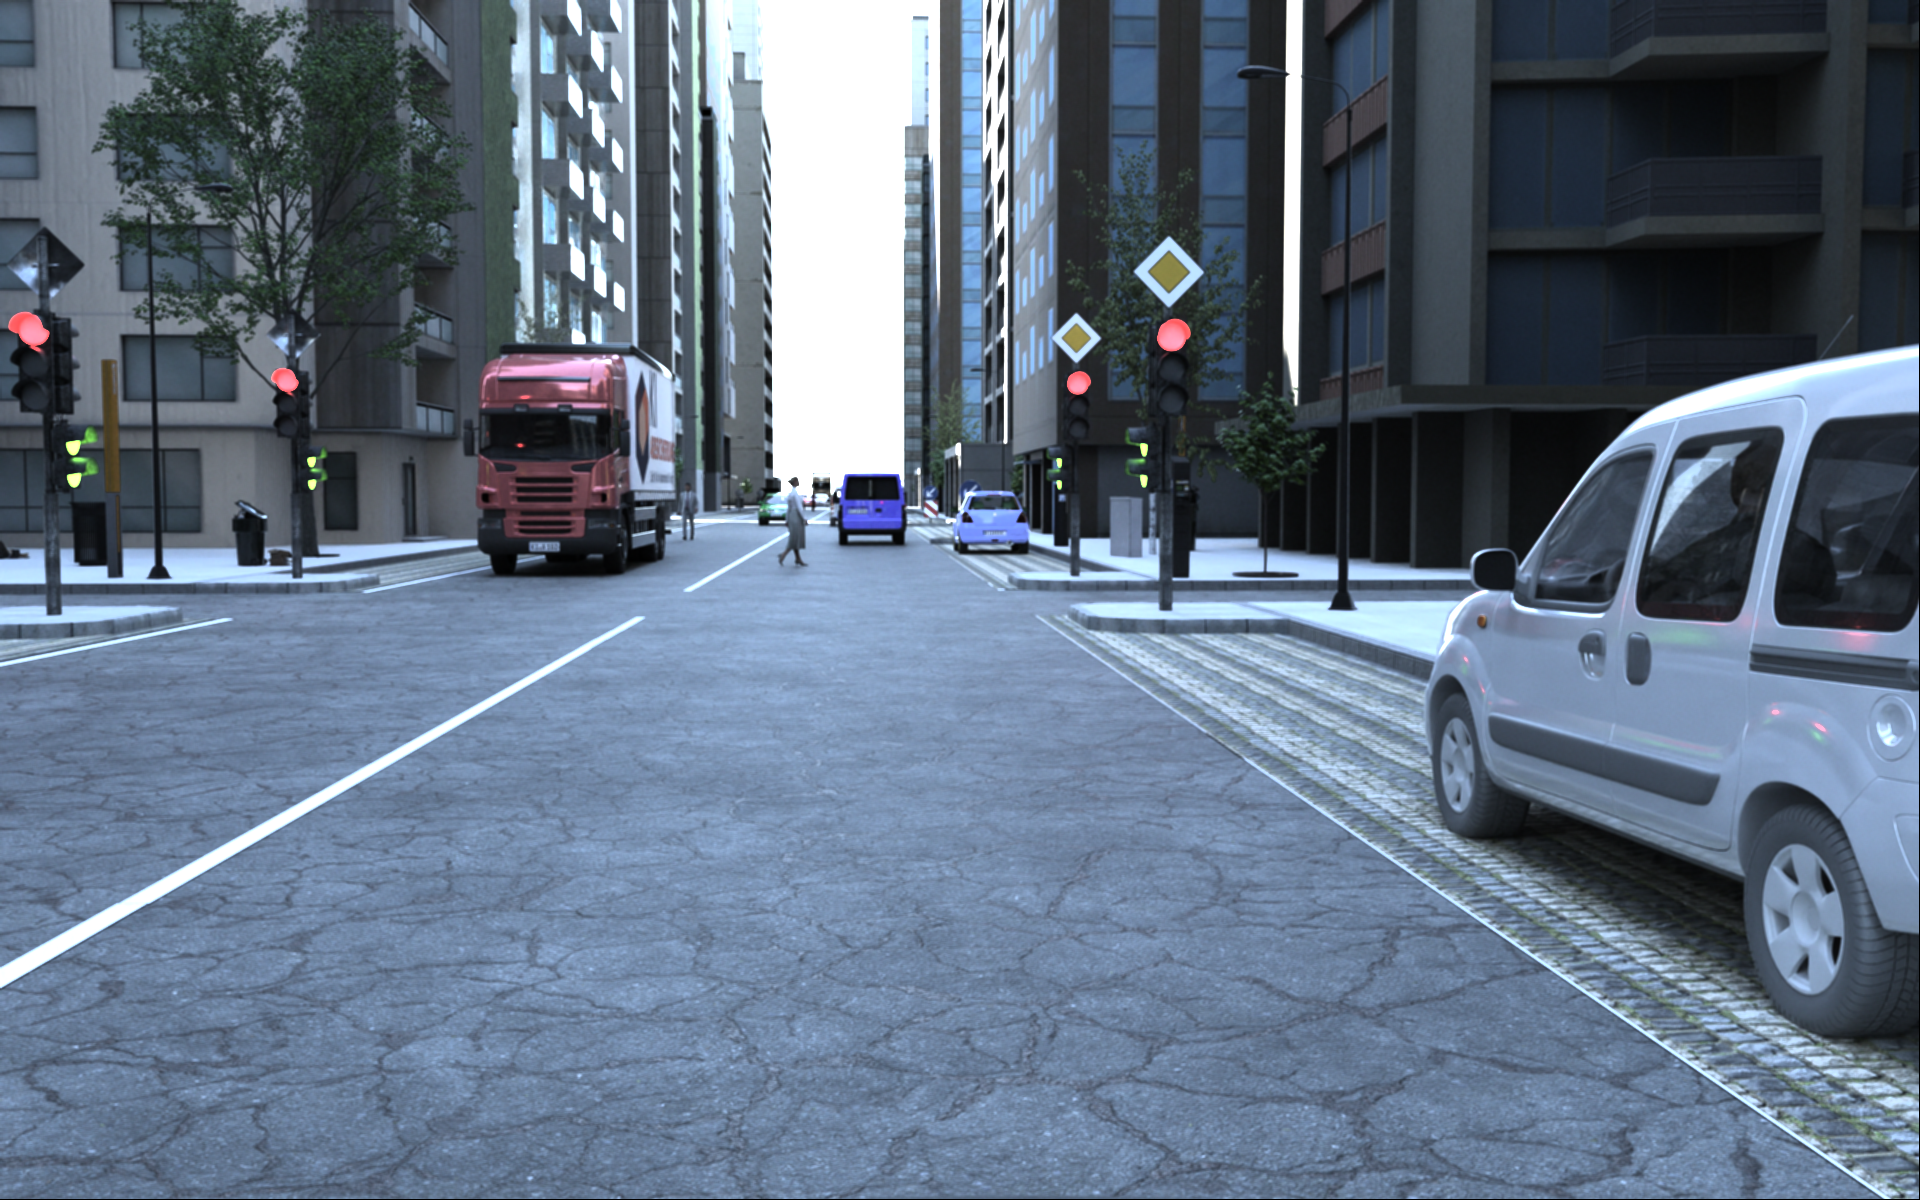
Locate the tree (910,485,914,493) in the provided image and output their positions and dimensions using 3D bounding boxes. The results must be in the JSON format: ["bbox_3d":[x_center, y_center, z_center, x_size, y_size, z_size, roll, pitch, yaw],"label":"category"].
[{"bbox_3d":[-4.583,-11.770,187.041,1.663,3.219,1.824,0,3,0],"label":"tree"}]

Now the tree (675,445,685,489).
[{"bbox_3d":[-17.261,-7.041,98.827,4.285,4.588,4.351,0,3,0],"label":"tree"}]

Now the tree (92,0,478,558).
[{"bbox_3d":[-13.467,-6.686,35.077,9.928,11.665,9.643,0,3,0],"label":"tree"}]

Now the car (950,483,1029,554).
[{"bbox_3d":[0.729,-2.006,42.396,1.945,1.707,3.694,0,4,-3],"label":"car"}]

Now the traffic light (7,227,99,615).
[{"bbox_3d":[-9.593,-1.794,18.257,0.839,4.253,0.868,0,4,-3],"label":"traffic light"}]

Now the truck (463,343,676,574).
[{"bbox_3d":[-7.433,-2.786,34.461,2.839,4.237,11.283,0,4,-4],"label":"truck"}]

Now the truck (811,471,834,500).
[{"bbox_3d":[-17.291,-13.923,216.549,2.839,4.237,11.283,0,4,-5],"label":"truck"}]

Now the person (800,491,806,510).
[{"bbox_3d":[-14.002,-8.801,153.334,0.756,1.711,0.436,-1,4,-16],"label":"person"}]

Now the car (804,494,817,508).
[{"bbox_3d":[-15.469,-10.125,174.591,2.155,1.783,4.494,0,4,-5],"label":"car"}]

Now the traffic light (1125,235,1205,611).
[{"bbox_3d":[2.247,-1.838,18.966,0.839,4.253,0.868,0,4,-3],"label":"traffic light"}]

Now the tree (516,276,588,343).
[{"bbox_3d":[-14.379,-6.639,58.916,4.360,8.622,3.978,0,3,0],"label":"tree"}]

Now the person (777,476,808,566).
[{"bbox_3d":[-3.335,-1.575,34.473,0.641,1.798,0.478,-1,4,-13],"label":"person"}]

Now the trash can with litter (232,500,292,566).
[{"bbox_3d":[-12.442,-1.199,30.995,1.055,1.170,0.624,0,4,-2],"label":"trash can with litter"}]

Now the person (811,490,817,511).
[{"bbox_3d":[-12.215,-8.311,145.064,0.721,1.739,1.217,1,4,12],"label":"person"}]

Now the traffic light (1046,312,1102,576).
[{"bbox_3d":[1.778,-2.325,26.938,0.839,4.253,0.868,0,4,-3],"label":"traffic light"}]

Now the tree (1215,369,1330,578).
[{"bbox_3d":[4.891,-1.974,26.879,1.663,3.219,1.824,0,3,0],"label":"tree"}]

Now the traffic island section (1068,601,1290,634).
[{"bbox_3d":[2.287,0.196,19.083,2.009,0.180,2.903,0,4,-3],"label":"traffic island section"}]

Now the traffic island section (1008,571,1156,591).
[{"bbox_3d":[1.819,-0.292,27.054,2.009,0.180,2.903,0,4,-3],"label":"traffic island section"}]

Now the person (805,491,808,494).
[{"bbox_3d":[-19.832,-13.149,223.629,1.348,1.807,0.705,-1,4,-18],"label":"person"}]

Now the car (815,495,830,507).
[{"bbox_3d":[-15.718,-11.203,195.528,2.083,1.381,4.827,0,4,-1],"label":"car"}]

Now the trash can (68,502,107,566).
[{"bbox_3d":[-15.538,-1.184,31.017,0.748,1.137,0.748,0,3,0],"label":"trash can"}]

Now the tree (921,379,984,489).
[{"bbox_3d":[-0.668,-9.859,111.554,4.737,8.622,4.395,0,3,0],"label":"tree"}]

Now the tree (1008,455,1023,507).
[{"bbox_3d":[2.429,-4.545,68.906,1.663,3.219,1.824,0,3,0],"label":"tree"}]

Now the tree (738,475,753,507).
[{"bbox_3d":[-21.963,-11.174,177.297,1.663,3.219,1.824,0,3,0],"label":"tree"}]

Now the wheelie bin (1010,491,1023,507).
[{"bbox_3d":[2.586,-4.149,75.749,0.980,1.594,0.693,2,4,30],"label":"wheelie bin"}]

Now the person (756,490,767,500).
[{"bbox_3d":[-18.147,-9.253,159.744,1.348,1.831,0.705,1,4,19],"label":"person"}]

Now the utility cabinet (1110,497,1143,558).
[{"bbox_3d":[3.393,-1.478,35.330,0.306,1.237,1.020,-1,4,-18],"label":"utility cabinet"}]

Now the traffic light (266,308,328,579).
[{"bbox_3d":[-10.062,-2.282,26.229,0.839,4.253,0.868,0,4,-3],"label":"traffic light"}]

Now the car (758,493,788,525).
[{"bbox_3d":[-8.392,-4.404,80.801,1.959,1.807,4.718,0,4,-2],"label":"car"}]

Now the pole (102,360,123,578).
[{"bbox_3d":[-12.936,-1.993,26.429,0.158,3.312,0.155,0,3,0],"label":"pole"}]

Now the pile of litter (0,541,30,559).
[{"bbox_3d":[-19.420,-1.259,34.554,1.719,0.858,1.176,2,4,24],"label":"pile of litter"}]

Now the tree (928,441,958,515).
[{"bbox_3d":[-0.337,-7.479,105.990,4.285,4.588,4.351,0,3,0],"label":"tree"}]

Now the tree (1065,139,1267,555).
[{"bbox_3d":[4.108,-5.249,36.181,4.737,8.622,4.395,0,3,0],"label":"tree"}]

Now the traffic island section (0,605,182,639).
[{"bbox_3d":[-9.634,0.238,18.390,2.009,0.180,2.903,0,4,-3],"label":"traffic island section"}]

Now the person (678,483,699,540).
[{"bbox_3d":[-8.490,-2.777,54.176,0.678,1.792,0.850,0,4,-1],"label":"person"}]

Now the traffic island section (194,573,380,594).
[{"bbox_3d":[-10.102,-0.250,26.361,2.009,0.180,2.903,0,4,-3],"label":"traffic island section"}]

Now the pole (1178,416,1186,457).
[{"bbox_3d":[5.442,-2.977,42.517,0.158,3.312,0.155,0,3,0],"label":"pole"}]

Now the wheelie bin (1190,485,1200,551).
[{"bbox_3d":[5.088,-1.922,39.329,0.693,1.594,0.980,1,4,13],"label":"wheelie bin"}]
